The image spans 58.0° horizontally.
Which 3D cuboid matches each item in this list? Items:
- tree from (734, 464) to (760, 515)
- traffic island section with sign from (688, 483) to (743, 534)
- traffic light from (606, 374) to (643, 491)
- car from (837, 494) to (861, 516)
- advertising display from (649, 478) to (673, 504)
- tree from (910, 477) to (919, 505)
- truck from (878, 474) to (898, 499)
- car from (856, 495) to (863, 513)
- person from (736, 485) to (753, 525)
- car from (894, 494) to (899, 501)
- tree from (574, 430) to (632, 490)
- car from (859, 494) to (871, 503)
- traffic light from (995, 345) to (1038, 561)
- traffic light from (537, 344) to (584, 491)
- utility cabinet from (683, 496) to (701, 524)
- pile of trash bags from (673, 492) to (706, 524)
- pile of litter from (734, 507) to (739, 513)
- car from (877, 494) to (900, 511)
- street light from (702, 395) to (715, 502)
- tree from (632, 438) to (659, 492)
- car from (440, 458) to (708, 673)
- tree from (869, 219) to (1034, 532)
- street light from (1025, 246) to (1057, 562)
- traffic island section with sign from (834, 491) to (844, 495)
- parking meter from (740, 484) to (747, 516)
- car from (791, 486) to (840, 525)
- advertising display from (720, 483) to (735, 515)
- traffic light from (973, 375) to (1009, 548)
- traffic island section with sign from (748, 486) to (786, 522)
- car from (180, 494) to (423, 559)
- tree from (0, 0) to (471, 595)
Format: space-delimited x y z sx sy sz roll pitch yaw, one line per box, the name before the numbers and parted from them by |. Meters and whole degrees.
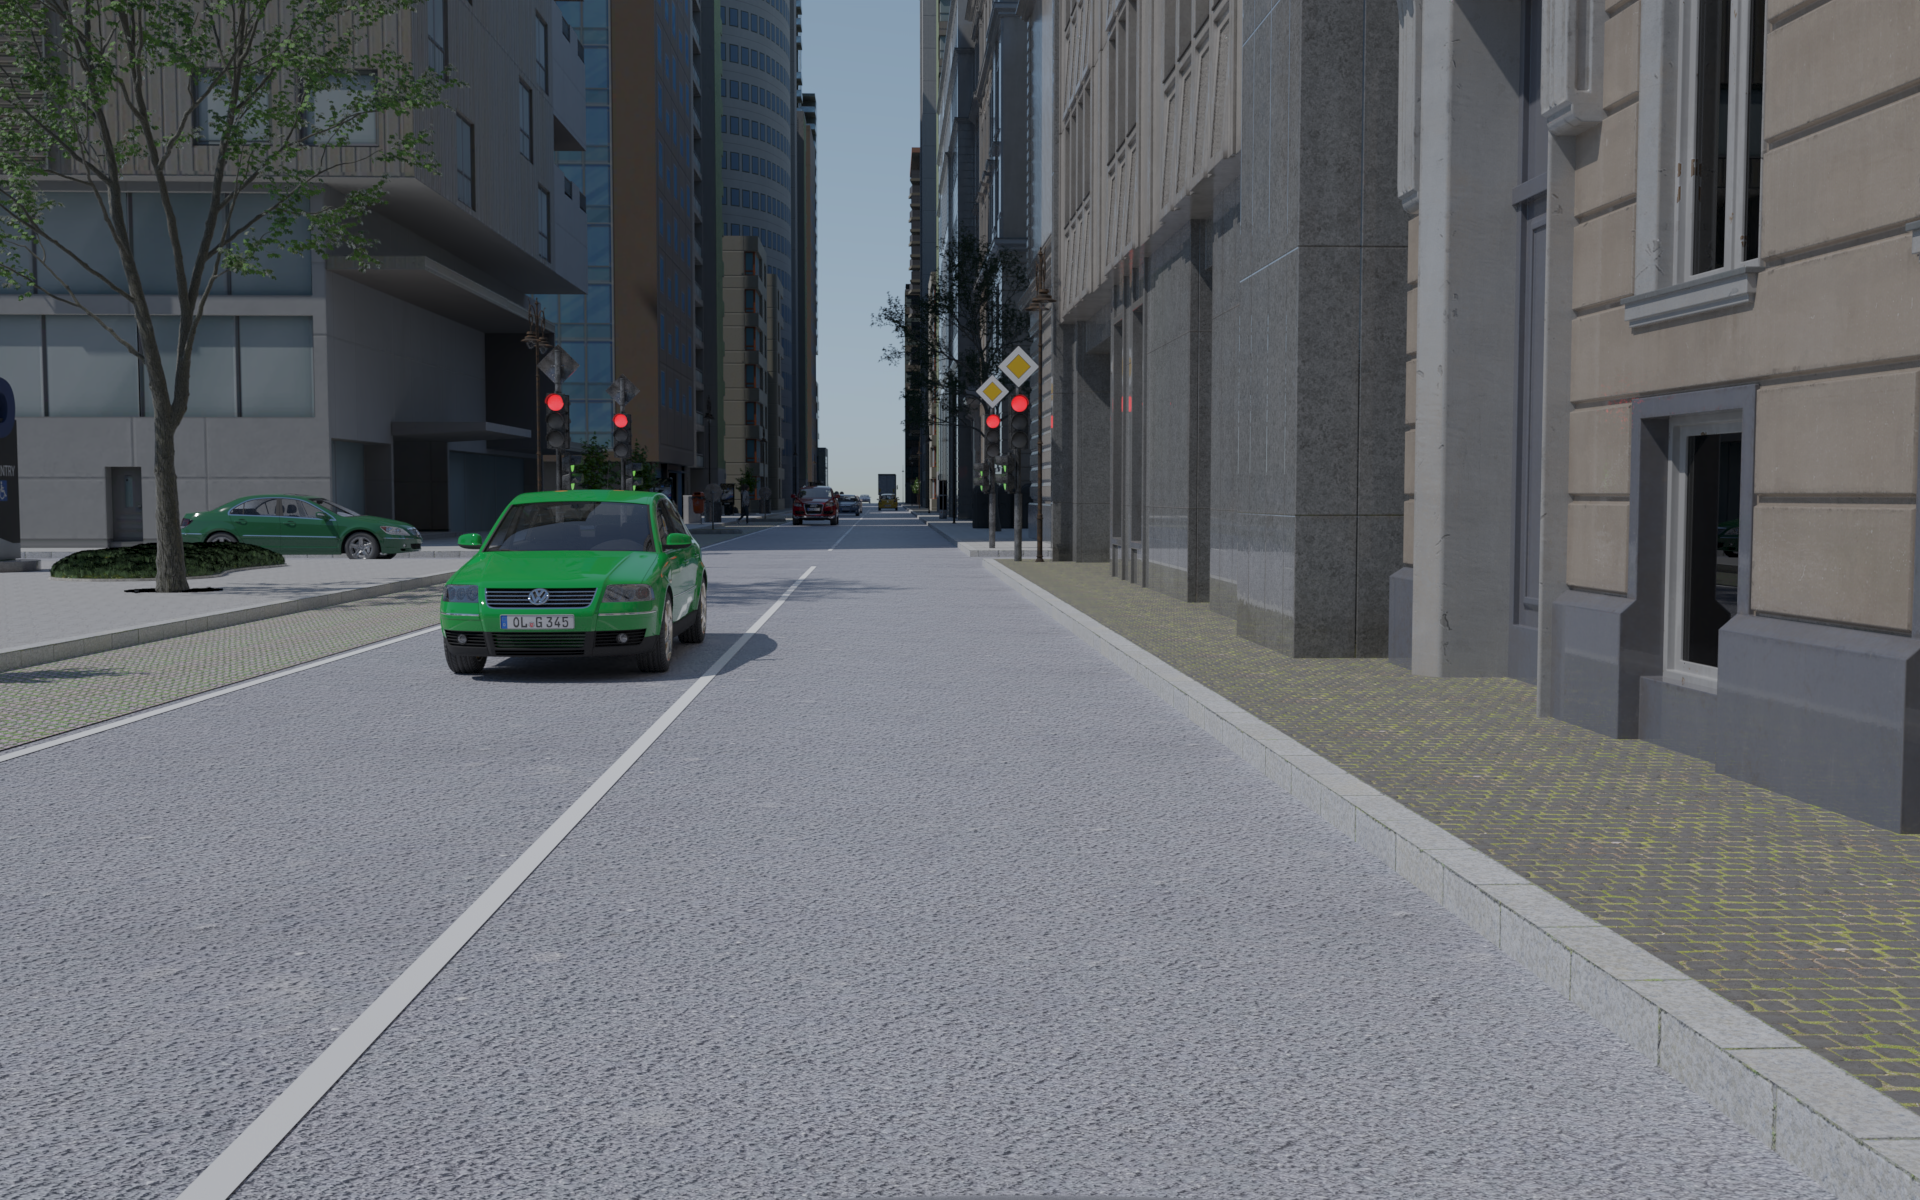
tree | -13.377 -7.003 109.107 1.663 3.219 1.824 0 3 0
traffic island section with sign | -8.849 -3.279 62.239 1.989 1.847 2.006 0 4 -2
traffic light | -7.860 -3.155 40.500 0.839 4.253 0.868 0 4 -2
car | -7.497 -6.251 114.211 2.014 1.417 4.499 0 4 -2
advertising display | -11.730 -3.835 67.923 0.974 1.923 0.123 1 4 13
tree | -5.025 -12.576 200.214 1.663 3.219 1.824 0 3 0
truck | -10.210 -15.600 243.972 2.839 4.237 11.283 0 4 -1
car | -8.333 -7.216 130.343 2.083 1.381 4.827 0 4 -1
person | -10.093 -4.442 80.977 0.795 1.843 0.661 0 4 1
car | -8.715 -12.523 216.553 2.131 1.459 4.920 0 4 -1
tree | -10.912 -3.530 52.318 1.663 3.219 1.824 0 3 0
car | -14.918 -15.827 271.138 2.083 1.381 4.827 0 4 -3
traffic light | 1.088 -2.690 32.909 0.839 4.253 0.868 0 4 -2
traffic light | -7.514 -2.667 32.522 0.839 4.253 0.868 0 4 -2
utility cabinet | -11.692 -3.952 75.775 0.306 1.237 1.020 2 4 25
pile of trash bags | -12.412 -3.906 73.617 3.447 1.369 1.912 1 4 13
pile of litter | -15.317 -6.131 114.212 1.719 0.858 1.176 -2 4 -24
car | -6.273 -8.611 151.009 2.015 1.641 3.980 0 4 -1
street light | -11.709 -6.615 80.942 0.468 5.910 1.993 0 4 -2
tree | -11.101 -3.938 58.987 1.663 3.219 1.824 0 3 0
car | -3.282 -0.397 15.280 1.959 1.807 4.718 0 4 -3
tree | 0.966 -7.636 59.253 7.601 10.594 8.767 1 4 22
street light | 1.508 -3.656 32.563 0.468 5.910 1.993 0 4 -2
traffic island section with sign | -16.977 -14.763 249.998 1.989 1.847 2.006 0 4 -2
parking meter | -12.775 -5.911 102.353 0.255 1.863 0.399 -3 4 -38
car | -6.713 -4.412 80.807 2.281 1.827 5.304 0 4 -2
advertising display | -13.955 -6.037 103.916 0.974 1.923 0.123 2 4 28
traffic light | 0.743 -3.178 40.887 0.839 4.253 0.868 0 4 -2
traffic island section with sign | -10.028 -4.950 89.561 1.989 1.847 2.006 0 4 -2
car | -13.883 -1.515 36.563 4.920 1.459 2.131 0 4 -4
tree | -10.348 -5.916 22.480 9.928 11.665 9.643 0 3 0
